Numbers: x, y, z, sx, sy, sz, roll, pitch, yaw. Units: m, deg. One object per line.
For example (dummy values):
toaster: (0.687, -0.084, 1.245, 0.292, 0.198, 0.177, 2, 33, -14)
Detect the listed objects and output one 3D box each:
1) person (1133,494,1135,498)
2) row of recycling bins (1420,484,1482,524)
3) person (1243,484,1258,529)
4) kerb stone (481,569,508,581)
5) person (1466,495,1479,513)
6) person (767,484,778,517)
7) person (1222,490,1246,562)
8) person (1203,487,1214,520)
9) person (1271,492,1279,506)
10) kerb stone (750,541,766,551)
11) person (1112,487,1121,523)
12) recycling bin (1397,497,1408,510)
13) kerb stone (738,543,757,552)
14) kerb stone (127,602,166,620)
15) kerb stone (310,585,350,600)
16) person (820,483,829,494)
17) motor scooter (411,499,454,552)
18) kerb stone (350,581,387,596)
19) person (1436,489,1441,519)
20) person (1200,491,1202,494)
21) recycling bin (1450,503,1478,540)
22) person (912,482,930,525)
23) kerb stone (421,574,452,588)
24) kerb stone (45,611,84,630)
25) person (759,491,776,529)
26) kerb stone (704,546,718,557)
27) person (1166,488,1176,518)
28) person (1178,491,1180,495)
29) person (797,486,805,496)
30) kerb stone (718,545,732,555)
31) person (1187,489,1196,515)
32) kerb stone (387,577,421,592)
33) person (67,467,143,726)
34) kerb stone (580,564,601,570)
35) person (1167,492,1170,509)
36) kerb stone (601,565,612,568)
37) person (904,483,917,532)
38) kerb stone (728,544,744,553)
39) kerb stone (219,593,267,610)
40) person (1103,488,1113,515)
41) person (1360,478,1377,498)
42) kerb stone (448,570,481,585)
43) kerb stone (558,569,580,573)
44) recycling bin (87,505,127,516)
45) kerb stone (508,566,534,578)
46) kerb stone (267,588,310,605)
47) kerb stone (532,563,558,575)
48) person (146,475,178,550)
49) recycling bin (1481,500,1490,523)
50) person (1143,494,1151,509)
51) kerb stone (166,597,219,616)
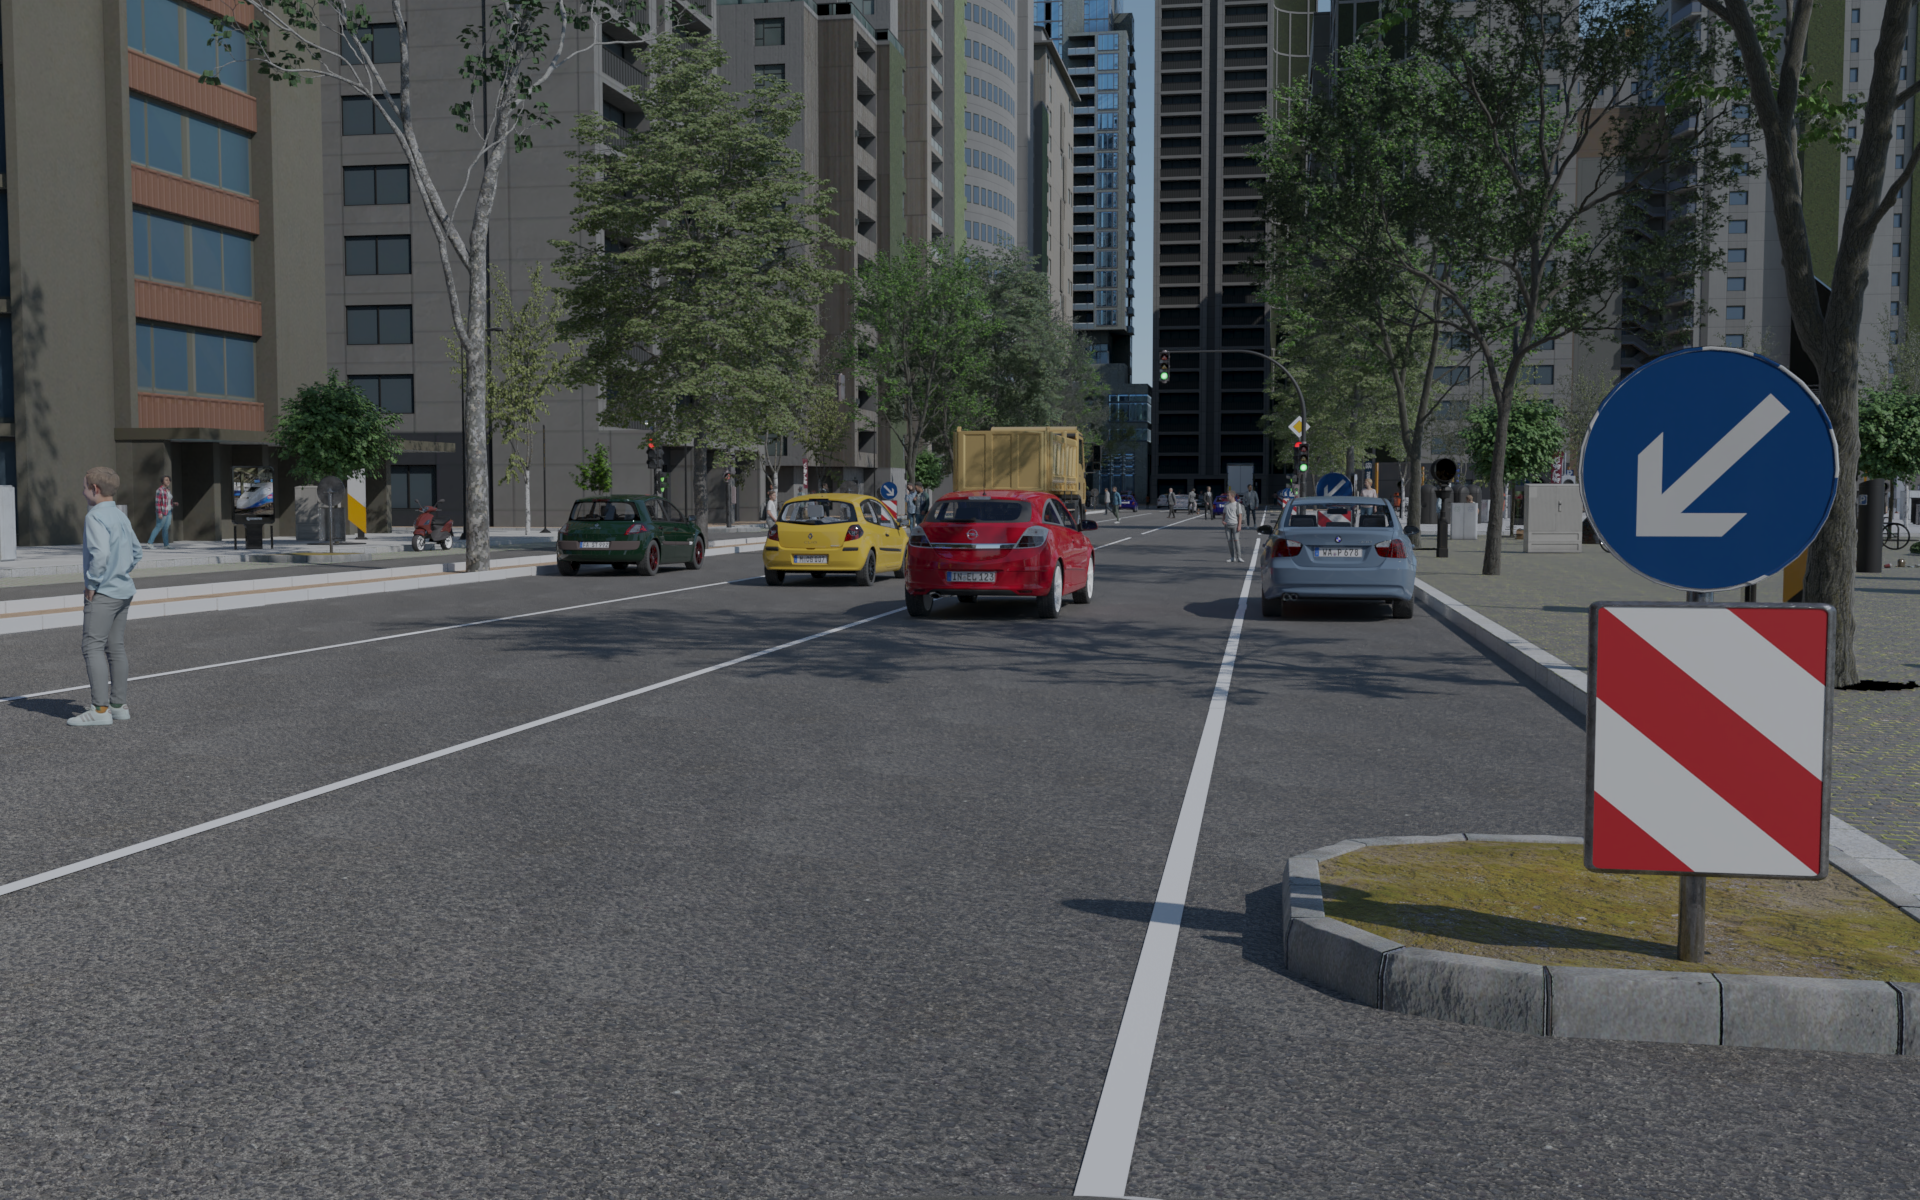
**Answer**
person: (19.412, -11.120, 193.567, 0.557, 1.426, 1.065, 2, 4, 27)
row of recycling bins: (21.068, -4.115, 74.395, 3.534, 1.692, 1.069, -2, 4, -31)
person: (12.009, -3.866, 71.555, 0.661, 1.843, 0.795, 1, 4, 20)
kerb stone: (-7.840, -0.407, 28.857, 0.120, 0.150, 1.000, 1, 4, 10)
person: (14.593, -2.364, 49.376, 0.352, 1.250, 0.332, 0, 4, 4)
person: (-9.501, -5.005, 87.852, 0.713, 1.824, 0.794, -3, 5, -42)
person: (5.784, -1.555, 36.525, 0.503, 1.515, 0.523, 0, 4, 4)
person: (13.788, -5.353, 95.803, 0.659, 1.850, 0.755, -1, 4, -22)
person: (37.913, -12.159, 208.015, 1.217, 1.736, 0.721, 3, 5, 42)
kerb stone: (-5.135, -1.335, 44.022, 0.120, 0.150, 1.000, 1, 4, 10)
person: (7.675, -4.644, 84.773, 0.444, 1.785, 0.601, -1, 4, -12)
recycling bin: (32.809, -7.082, 128.339, 0.722, 1.027, 0.722, 2, 4, 29)
kerb stone: (-5.314, -1.273, 43.016, 0.120, 0.150, 1.000, 1, 4, 10)
kerb stone: (-9.467, 0.147, 19.788, 0.120, 0.150, 1.000, 1, 4, 10)
kerb stone: (-8.742, -0.099, 23.820, 0.120, 0.150, 1.000, 1, 4, 10)
person: (-5.725, -4.054, 74.145, 0.474, 1.900, 0.648, -3, 4, -38)
motor scooter: (-13.232, -1.879, 43.505, 0.815, 1.314, 1.986, 1, 4, 11)
kerb stone: (-8.565, -0.157, 24.829, 0.120, 0.150, 1.000, 1, 4, 10)
person: (16.440, -2.991, 59.206, 0.330, 1.601, 0.589, 1, 4, 23)
person: (26.981, -11.314, 194.034, 0.434, 1.755, 0.990, 1, 4, 18)
recycling bin: (14.183, -2.213, 48.741, 0.722, 1.027, 0.722, 1, 4, 17)
person: (-1.084, -2.460, 49.065, 0.623, 1.781, 0.721, 2, 4, 31)
kerb stone: (-8.201, -0.284, 26.845, 0.120, 0.150, 1.000, 1, 4, 10)
kerb stone: (-9.643, 0.210, 18.773, 0.120, 0.150, 1.000, 1, 4, 10)
person: (-4.507, -1.849, 41.325, 0.523, 1.515, 0.503, -2, 4, -35)
kerb stone: (-5.851, -1.088, 39.986, 0.120, 0.150, 1.000, 1, 4, 10)
person: (12.390, -5.695, 102.013, 0.834, 1.777, 0.661, -3, 4, -38)
person: (26.209, -12.047, 206.182, 0.721, 1.743, 1.217, 0, 4, -6)
person: (-6.700, -3.956, 73.668, 0.515, 1.767, 0.782, 2, 4, 25)
kerb stone: (-5.679, -1.150, 40.994, 0.120, 0.150, 1.000, 1, 4, 10)
person: (16.032, -6.811, 120.041, 0.592, 1.802, 0.473, 0, 3, 0)
kerb stone: (-8.380, -0.221, 25.837, 0.120, 0.150, 1.000, 1, 4, 10)
person: (-5.395, -0.038, 10.937, 0.330, 1.601, 0.589, 0, 4, 7)
kerb stone: (-7.117, -0.656, 32.917, 0.120, 0.150, 1.000, 1, 4, 10)
person: (20.337, -9.732, 167.646, 0.705, 1.821, 1.348, -2, 4, -24)
kerb stone: (-6.942, -0.717, 33.926, 0.120, 0.150, 1.000, 1, 4, 10)
person: (-1.412, -2.797, 54.502, 0.793, 1.790, 0.793, -1, 4, -19)
kerb stone: (-5.500, -1.212, 42.007, 0.120, 0.150, 1.000, 1, 4, 10)
kerb stone: (-9.094, 0.024, 21.805, 0.120, 0.150, 1.000, 1, 4, 10)
person: (10.166, -6.746, 118.635, 0.795, 1.843, 0.661, 1, 4, 14)
person: (11.964, -2.716, 51.127, 0.731, 1.740, 0.598, 2, 4, 23)
kerb stone: (-8.022, -0.346, 27.851, 0.120, 0.150, 1.000, 1, 4, 10)
kerb stone: (-7.299, -0.592, 31.905, 0.120, 0.150, 1.000, 1, 4, 10)
recycling bin: (-19.563, -1.664, 39.763, 0.722, 1.027, 0.722, -1, 4, -16)
kerb stone: (-7.666, -0.470, 29.872, 0.120, 0.150, 1.000, 1, 4, 10)
kerb stone: (-8.924, -0.034, 22.815, 0.120, 0.150, 1.000, 1, 4, 10)
kerb stone: (-7.477, -0.531, 30.883, 0.120, 0.150, 1.000, 1, 4, 10)
person: (-18.470, -2.032, 40.110, 0.643, 1.720, 0.563, 0, 4, 3)
recycling bin: (23.441, -3.906, 76.420, 0.722, 1.027, 0.722, -1, 4, -9)
person: (18.536, -9.766, 171.432, 1.065, 1.426, 0.557, -3, 4, -39)
kerb stone: (-9.285, 0.085, 20.801, 0.120, 0.150, 1.000, 1, 4, 10)
